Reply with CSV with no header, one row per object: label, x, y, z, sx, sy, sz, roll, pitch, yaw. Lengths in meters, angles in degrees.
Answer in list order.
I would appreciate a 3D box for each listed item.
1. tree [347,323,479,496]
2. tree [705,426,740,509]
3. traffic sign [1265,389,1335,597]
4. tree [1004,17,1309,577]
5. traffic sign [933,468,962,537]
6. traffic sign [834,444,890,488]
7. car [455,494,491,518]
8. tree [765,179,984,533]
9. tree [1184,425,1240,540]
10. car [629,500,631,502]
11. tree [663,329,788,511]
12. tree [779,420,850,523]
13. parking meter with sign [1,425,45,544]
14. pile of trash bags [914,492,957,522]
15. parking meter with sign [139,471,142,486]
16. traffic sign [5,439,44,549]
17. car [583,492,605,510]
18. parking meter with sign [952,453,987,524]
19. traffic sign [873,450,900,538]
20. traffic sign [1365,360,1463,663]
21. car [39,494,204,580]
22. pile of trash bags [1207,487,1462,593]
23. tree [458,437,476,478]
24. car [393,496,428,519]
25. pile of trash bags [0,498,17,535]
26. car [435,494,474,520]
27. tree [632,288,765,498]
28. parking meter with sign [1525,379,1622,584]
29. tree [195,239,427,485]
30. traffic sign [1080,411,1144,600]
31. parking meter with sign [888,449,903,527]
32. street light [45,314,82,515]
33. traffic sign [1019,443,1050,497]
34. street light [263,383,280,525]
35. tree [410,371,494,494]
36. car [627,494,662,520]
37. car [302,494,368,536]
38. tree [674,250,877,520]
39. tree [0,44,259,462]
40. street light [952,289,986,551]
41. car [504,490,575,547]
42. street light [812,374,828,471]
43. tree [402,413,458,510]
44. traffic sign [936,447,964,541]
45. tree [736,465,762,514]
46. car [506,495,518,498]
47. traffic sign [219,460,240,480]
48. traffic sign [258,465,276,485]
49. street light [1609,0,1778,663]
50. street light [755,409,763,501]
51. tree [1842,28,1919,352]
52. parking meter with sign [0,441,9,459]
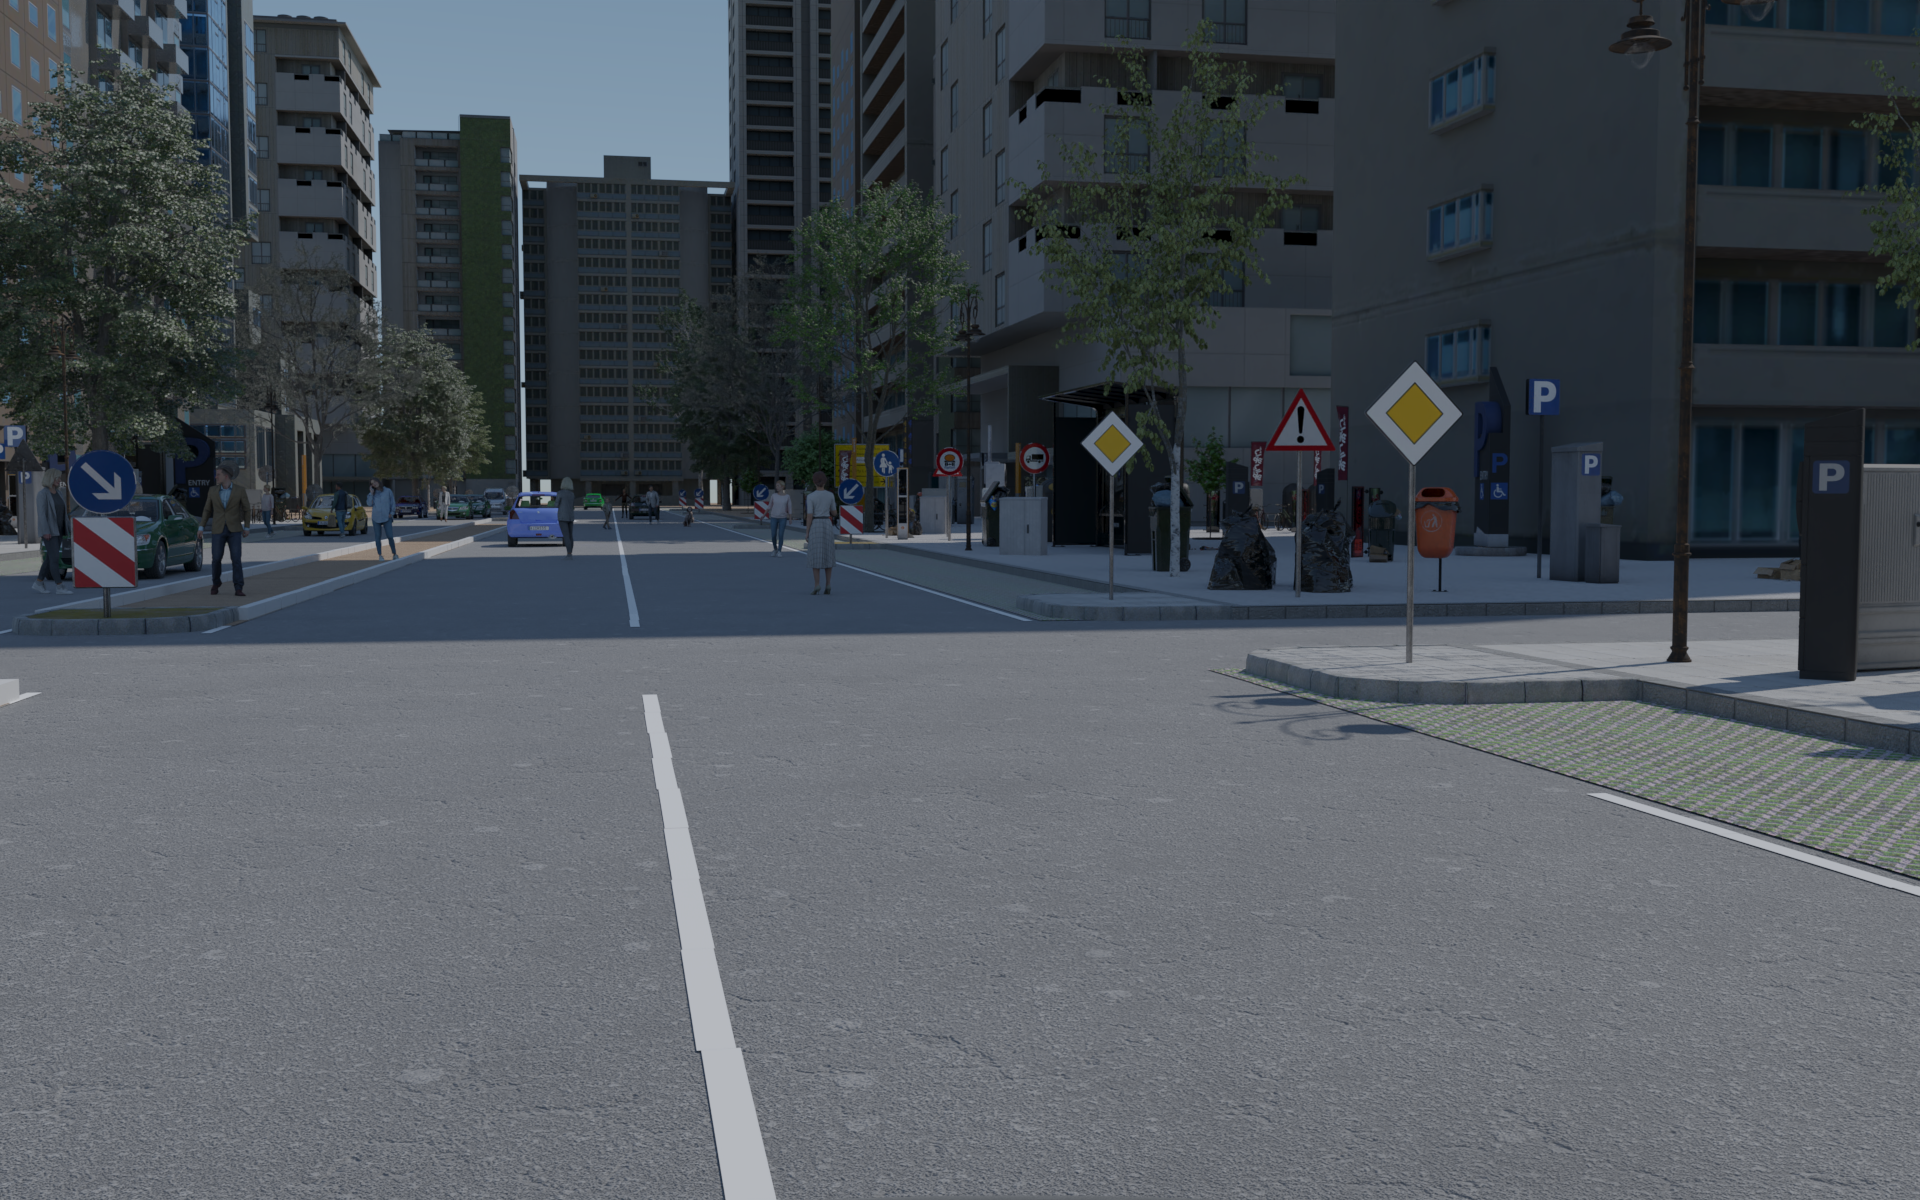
tree,-40.261,-13.508,127.516,9.857,13.997,8.962,0,3,0
tree,-19.755,-11.838,143.914,4.737,8.622,4.395,0,3,0
traffic sign,4.196,-1.311,21.432,0.884,2.594,0.081,0,4,-6
tree,3.101,-4.667,26.667,4.737,8.622,4.395,0,3,0
traffic sign,-0.375,-3.163,51.723,0.884,2.594,0.081,0,4,-4
traffic sign,-3.959,-4.663,70.118,2.265,3.308,0.079,-1,4,-10
car,-29.500,-5.700,104.988,2.131,1.459,4.920,-1,4,-10
tree,-2.930,-8.042,57.236,9.928,11.665,9.643,0,3,0
tree,7.177,-3.313,48.767,1.663,3.219,1.824,0,3,0
car,-21.189,-6.506,116.152,2.009,1.686,4.222,-1,4,-11
tree,-17.879,-13.863,133.313,9.857,13.997,8.962,0,3,0
tree,-6.297,-5.704,76.969,4.285,4.588,4.351,0,3,0
parking meter with sign,-24.005,-2.971,44.837,0.543,3.016,1.738,0,4,-3
pile of trash bags,-1.237,-4.281,79.744,1.912,1.369,3.447,-2,4,-24
parking meter with sign,-27.750,-3.770,57.901,1.738,3.016,0.543,-1,4,-11
traffic sign,-22.015,-2.492,40.754,0.884,2.594,0.081,0,4,-3
car,-33.566,-9.177,158.834,1.959,1.807,4.718,-1,4,-10
parking meter with sign,0.231,-4.736,73.699,1.738,3.016,0.543,1,4,14
traffic sign,-2.137,-3.082,50.502,0.768,2.556,0.104,0,4,-2
traffic sign,3.412,-0.579,13.105,0.795,2.450,0.064,-1,4,-11
car,-14.690,-1.147,30.550,2.131,1.459,4.920,-1,4,-12
pile of trash bags,4.979,-0.825,23.243,3.447,1.369,1.912,2,4,30
tree,-48.304,-13.166,165.631,4.360,8.622,3.978,0,3,0
car,-32.670,-5.524,102.897,1.945,1.354,3.894,-1,4,-10
pile of trash bags,-30.963,-2.711,54.081,3.447,1.369,1.912,3,5,40
car,-28.411,-5.240,97.476,2.131,1.459,4.920,-1,4,-12
tree,-23.455,-18.472,157.902,12.611,20.169,13.585,0,3,0
parking meter with sign,9.067,-1.790,25.520,0.543,3.016,1.738,-1,4,-17
tree,-31.048,-10.579,83.331,12.009,13.543,11.850,0,3,0
traffic sign,1.830,-1.057,20.932,0.795,2.450,0.064,-1,4,-11
parking meter with sign,-2.422,-4.336,67.146,0.543,3.016,1.738,-1,4,-21
street light,-23.097,-4.401,44.739,0.468,5.910,1.993,-1,4,-11
traffic sign,1.851,-2.625,43.023,0.768,2.556,0.104,0,4,-5
street light,-28.672,-6.083,72.245,0.468,5.910,1.993,-1,4,-11
tree,-46.502,-14.683,158.198,7.486,12.596,7.792,0,3,0
car,-17.987,-5.438,98.690,2.009,1.686,4.222,-1,4,-10
car,-21.761,-3.065,60.342,2.015,1.641,3.980,-1,4,-11
tree,-9.262,-10.812,87.149,12.009,13.543,11.850,0,3,0
tree,-25.403,-8.816,50.797,9.857,13.997,8.962,0,3,0
street light,0.195,-4.060,39.172,0.468,5.910,1.993,-1,4,-11
car,-11.740,-2.370,48.335,1.945,1.707,3.694,-1,4,-13
street light,-5.424,-5.769,67.110,0.468,5.910,1.993,-1,4,-11
tree,-42.388,-11.426,137.177,4.360,8.622,3.978,0,3,0
traffic sign,-0.289,-2.885,47.272,0.768,2.556,0.104,-1,4,-11
tree,-13.839,-7.312,114.152,1.663,3.219,1.824,0,3,0
car,-36.320,-7.793,139.780,2.083,1.381,4.827,-1,4,-11
traffic sign,-27.106,-3.922,64.228,0.768,2.556,0.104,-1,4,-10
traffic sign,-30.509,-4.660,76.293,0.768,2.556,0.104,0,4,-6
street light,5.504,-2.464,13.078,0.468,5.910,1.993,-1,4,-11
street light,-10.980,-7.452,94.620,0.468,5.910,1.993,-1,4,-11
tree,15.977,-4.699,27.195,4.737,8.622,4.395,0,3,0
parking meter with sign,-33.643,-3.885,59.787,1.738,3.016,0.543,2,4,34
